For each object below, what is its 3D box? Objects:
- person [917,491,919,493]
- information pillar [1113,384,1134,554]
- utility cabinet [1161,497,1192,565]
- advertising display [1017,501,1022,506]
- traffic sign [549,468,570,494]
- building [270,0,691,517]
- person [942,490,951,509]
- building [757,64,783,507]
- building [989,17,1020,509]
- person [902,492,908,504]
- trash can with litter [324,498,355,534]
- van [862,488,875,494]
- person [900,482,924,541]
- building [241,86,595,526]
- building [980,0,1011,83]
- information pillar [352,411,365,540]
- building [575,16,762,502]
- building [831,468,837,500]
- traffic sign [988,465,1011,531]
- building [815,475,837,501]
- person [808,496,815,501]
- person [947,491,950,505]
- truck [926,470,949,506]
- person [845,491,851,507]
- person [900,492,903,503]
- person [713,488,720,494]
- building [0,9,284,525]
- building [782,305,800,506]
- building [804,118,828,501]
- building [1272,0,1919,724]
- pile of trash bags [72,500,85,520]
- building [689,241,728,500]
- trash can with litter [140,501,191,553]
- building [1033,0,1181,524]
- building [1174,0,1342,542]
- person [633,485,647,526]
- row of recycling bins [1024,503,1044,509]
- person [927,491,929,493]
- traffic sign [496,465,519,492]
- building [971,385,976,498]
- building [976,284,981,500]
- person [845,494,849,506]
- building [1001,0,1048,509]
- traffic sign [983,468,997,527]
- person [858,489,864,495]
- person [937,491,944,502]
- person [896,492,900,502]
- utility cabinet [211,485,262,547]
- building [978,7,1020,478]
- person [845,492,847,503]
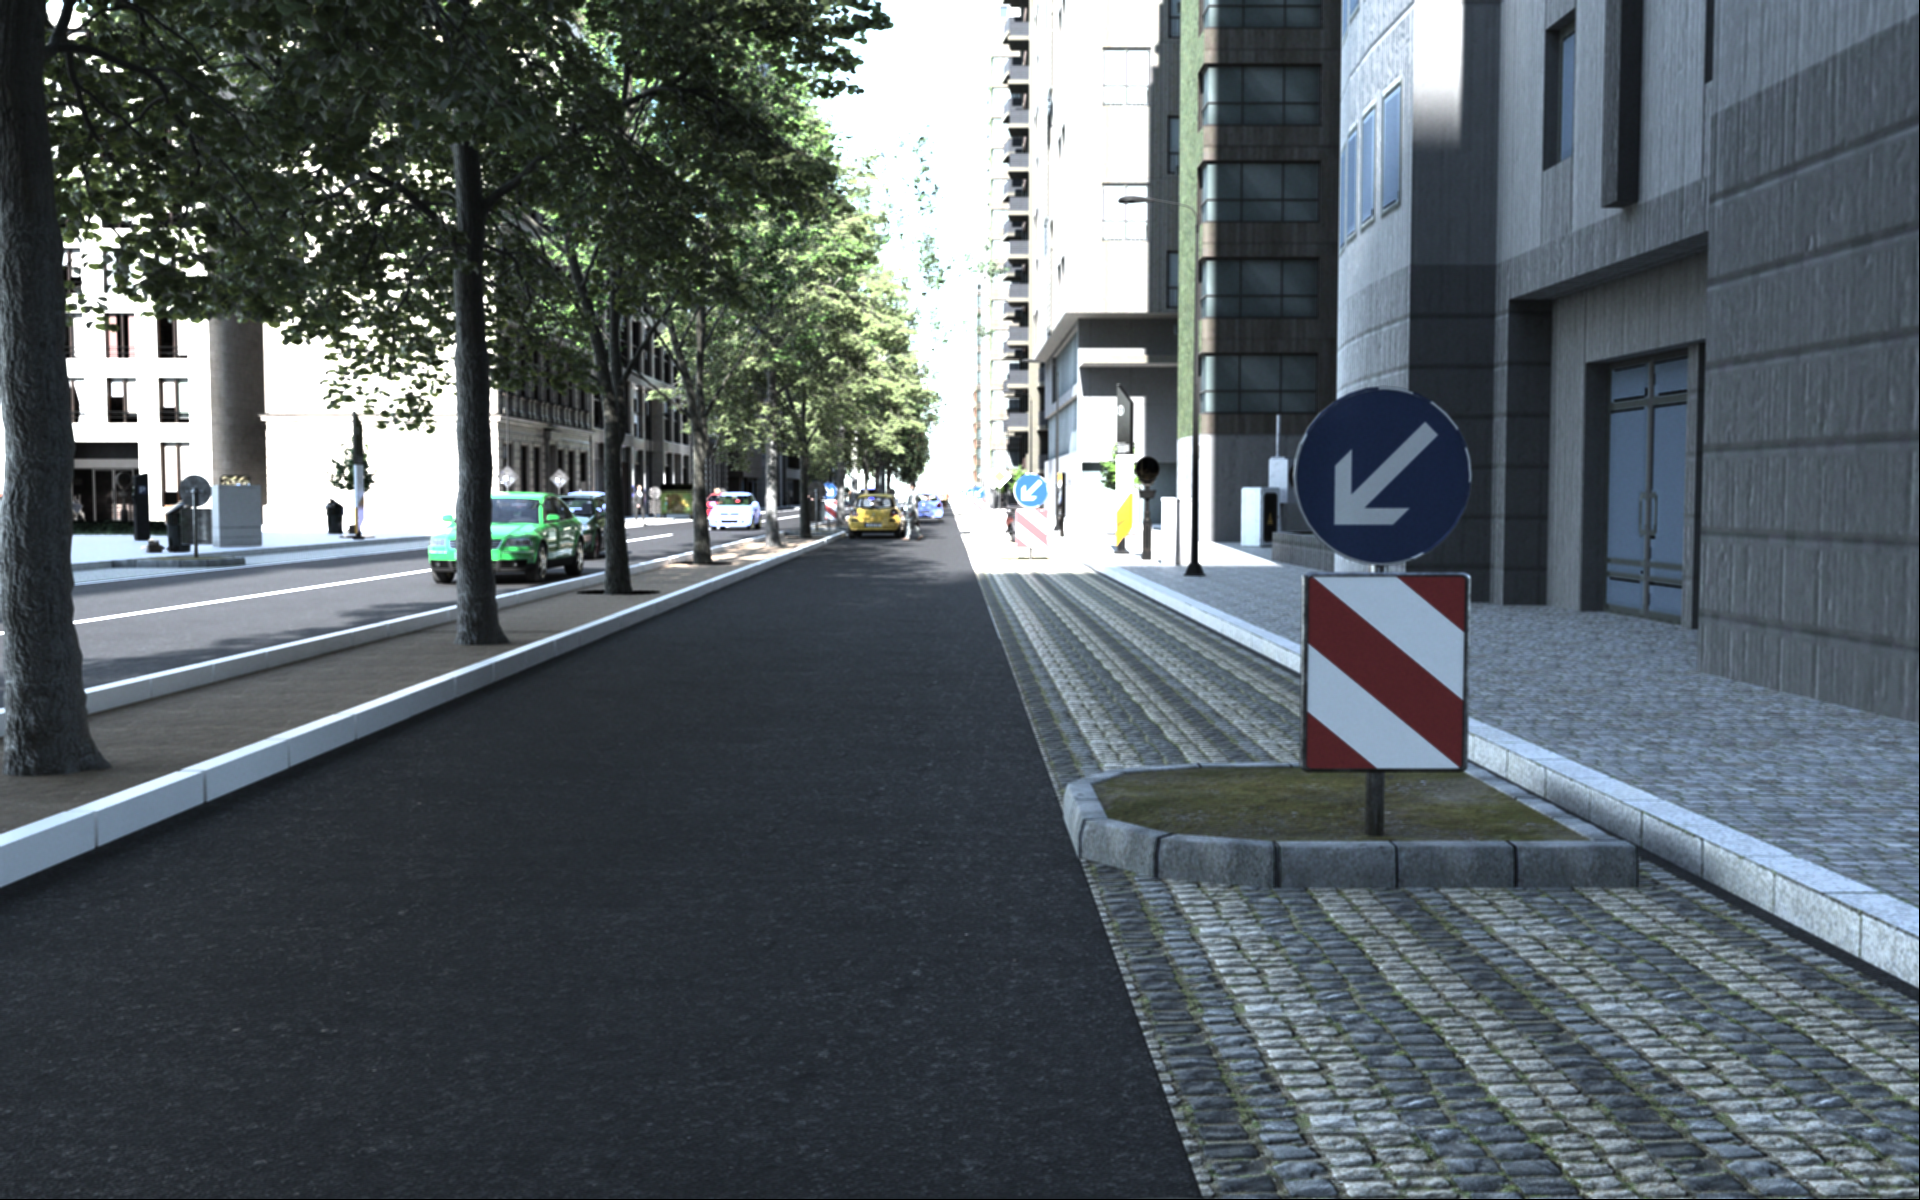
[{"bbox_3d":[-4.084,-9.447,163.673,0.721,1.735,1.217,1,4,13],"label":"person"},{"bbox_3d":[3.494,-2.781,36.827,0.183,3.616,0.504,-2,4,-33],"label":"information pillar"},{"bbox_3d":[4.013,-1.261,31.777,0.306,1.237,1.020,2,4,27],"label":"utility cabinet"},{"bbox_3d":[2.724,-4.531,79.293,0.123,1.923,0.974,0,4,-3],"label":"advertising display"},{"bbox_3d":[-15.637,-3.915,67.652,0.795,2.450,0.064,0,4,0],"label":"traffic sign"},{"bbox_3d":[-28.369,-18.314,103.957,19.350,26.468,34.151,0,4,0],"label":"building"},{"bbox_3d":[-1.492,-9.903,170.502,1.348,1.812,0.705,-1,4,-17],"label":"person"},{"bbox_3d":[-29.403,-38.406,169.933,21.231,58.520,28.212,0,4,0],"label":"building"},{"bbox_3d":[9.587,-28.693,152.727,14.154,41.232,14.086,0,4,0],"label":"building"},{"bbox_3d":[-7.802,-14.540,246.215,0.705,1.826,1.348,3,4,37],"label":"person"},{"bbox_3d":[-19.924,-2.721,55.877,1.055,1.170,0.624,-2,4,-29],"label":"trash can with litter"},{"bbox_3d":[-8.352,-9.713,163.192,2.240,2.365,5.245,0,4,0],"label":"van"},{"bbox_3d":[-1.484,-2.734,53.300,0.767,1.812,0.694,0,4,-3],"label":"person"},{"bbox_3d":[-22.994,-13.005,77.254,10.561,19.102,19.286,0,4,0],"label":"building"},{"bbox_3d":[12.995,-40.494,204.074,21.231,58.520,28.212,0,4,0],"label":"building"},{"bbox_3d":[-16.990,-3.521,48.926,0.183,3.616,0.504,0,4,5],"label":"information pillar"},{"bbox_3d":[-24.896,-30.526,149.202,14.600,45.320,14.200,0,4,0],"label":"building"},{"bbox_3d":[-27.418,-37.127,290.624,14.154,41.232,14.086,0,4,0],"label":"building"},{"bbox_3d":[1.367,-3.433,59.773,0.795,2.450,0.064,0,4,0],"label":"traffic sign"},{"bbox_3d":[-30.195,-37.530,268.242,22.147,44.769,28.867,0,4,0],"label":"building"},{"bbox_3d":[-12.331,-8.307,145.028,1.217,1.736,0.721,-1,4,-10],"label":"person"},{"bbox_3d":[-1.643,-13.712,232.627,0.705,1.831,1.348,-1,4,-21],"label":"person"},{"bbox_3d":[-2.757,-13.450,208.827,2.839,4.237,11.283,0,4,0],"label":"truck"},{"bbox_3d":[-12.443,-11.456,195.822,1.348,1.821,0.705,3,5,44],"label":"person"},{"bbox_3d":[-9.853,-17.300,291.448,1.348,1.812,0.705,-1,4,-20],"label":"person"},{"bbox_3d":[-15.915,-6.413,113.319,0.580,1.828,0.573,1,4,14],"label":"person"},{"bbox_3d":[-37.468,-13.279,71.859,16.860,20.320,10.420,0,4,0],"label":"building"},{"bbox_3d":[-29.470,-34.977,195.568,21.300,48.544,21.600,0,4,0],"label":"building"},{"bbox_3d":[-32.509,-39.747,239.100,28.713,52.752,27.495,0,4,0],"label":"building"},{"bbox_3d":[15.749,-29.285,20.809,21.231,58.520,28.212,0,4,0],"label":"building"},{"bbox_3d":[-31.080,-2.960,58.147,3.447,1.369,1.912,0,4,4],"label":"pile of trash bags"},{"bbox_3d":[-23.712,-18.566,132.435,11.050,23.489,19.941,0,4,0],"label":"building"},{"bbox_3d":[-17.441,-1.636,38.141,1.055,1.170,0.624,-3,4,-39],"label":"trash can with litter"},{"bbox_3d":[17.133,-30.188,82.814,27.495,52.752,28.713,0,4,0],"label":"building"},{"bbox_3d":[13.384,-17.160,52.267,14.160,30.474,14.107,0,4,0],"label":"building"},{"bbox_3d":[-14.492,-4.297,78.534,0.659,1.850,0.755,-3,5,-40],"label":"person"},{"bbox_3d":[5.578,-5.879,103.242,3.534,1.692,1.069,1,4,11],"label":"row of recycling bins"},{"bbox_3d":[-3.105,-9.875,170.500,0.434,1.755,0.990,1,4,21],"label":"person"},{"bbox_3d":[-15.577,-3.427,59.667,0.795,2.450,0.064,0,4,0],"label":"traffic sign"},{"bbox_3d":[15.877,-27.119,288.429,27.650,21.520,28.899,0,4,0],"label":"building"},{"bbox_3d":[9.193,-28.533,238.216,14.160,30.474,14.107,0,4,0],"label":"building"},{"bbox_3d":[-12.999,-11.906,203.982,1.217,1.723,0.721,-1,4,-20],"label":"person"},{"bbox_3d":[14.326,-28.954,128.017,22.147,44.769,28.867,0,4,0],"label":"building"},{"bbox_3d":[1.307,-3.921,67.758,0.795,2.450,0.064,0,4,0],"label":"traffic sign"},{"bbox_3d":[-6.968,-6.889,121.257,0.709,1.813,0.853,1,4,9],"label":"person"},{"bbox_3d":[-1.775,-8.463,147.803,0.756,1.711,0.436,0,4,-3],"label":"person"},{"bbox_3d":[-9.405,-15.667,265.587,0.756,1.711,0.436,-2,4,-30],"label":"person"},{"bbox_3d":[-17.474,-2.028,41.834,0.318,1.500,1.173,2,4,31],"label":"utility cabinet"},{"bbox_3d":[13.900,-33.974,175.090,23.786,49.044,30.456,0,4,0],"label":"building"},{"bbox_3d":[-17.312,-15.566,263.666,0.551,1.740,0.621,1,4,19],"label":"person"}]
